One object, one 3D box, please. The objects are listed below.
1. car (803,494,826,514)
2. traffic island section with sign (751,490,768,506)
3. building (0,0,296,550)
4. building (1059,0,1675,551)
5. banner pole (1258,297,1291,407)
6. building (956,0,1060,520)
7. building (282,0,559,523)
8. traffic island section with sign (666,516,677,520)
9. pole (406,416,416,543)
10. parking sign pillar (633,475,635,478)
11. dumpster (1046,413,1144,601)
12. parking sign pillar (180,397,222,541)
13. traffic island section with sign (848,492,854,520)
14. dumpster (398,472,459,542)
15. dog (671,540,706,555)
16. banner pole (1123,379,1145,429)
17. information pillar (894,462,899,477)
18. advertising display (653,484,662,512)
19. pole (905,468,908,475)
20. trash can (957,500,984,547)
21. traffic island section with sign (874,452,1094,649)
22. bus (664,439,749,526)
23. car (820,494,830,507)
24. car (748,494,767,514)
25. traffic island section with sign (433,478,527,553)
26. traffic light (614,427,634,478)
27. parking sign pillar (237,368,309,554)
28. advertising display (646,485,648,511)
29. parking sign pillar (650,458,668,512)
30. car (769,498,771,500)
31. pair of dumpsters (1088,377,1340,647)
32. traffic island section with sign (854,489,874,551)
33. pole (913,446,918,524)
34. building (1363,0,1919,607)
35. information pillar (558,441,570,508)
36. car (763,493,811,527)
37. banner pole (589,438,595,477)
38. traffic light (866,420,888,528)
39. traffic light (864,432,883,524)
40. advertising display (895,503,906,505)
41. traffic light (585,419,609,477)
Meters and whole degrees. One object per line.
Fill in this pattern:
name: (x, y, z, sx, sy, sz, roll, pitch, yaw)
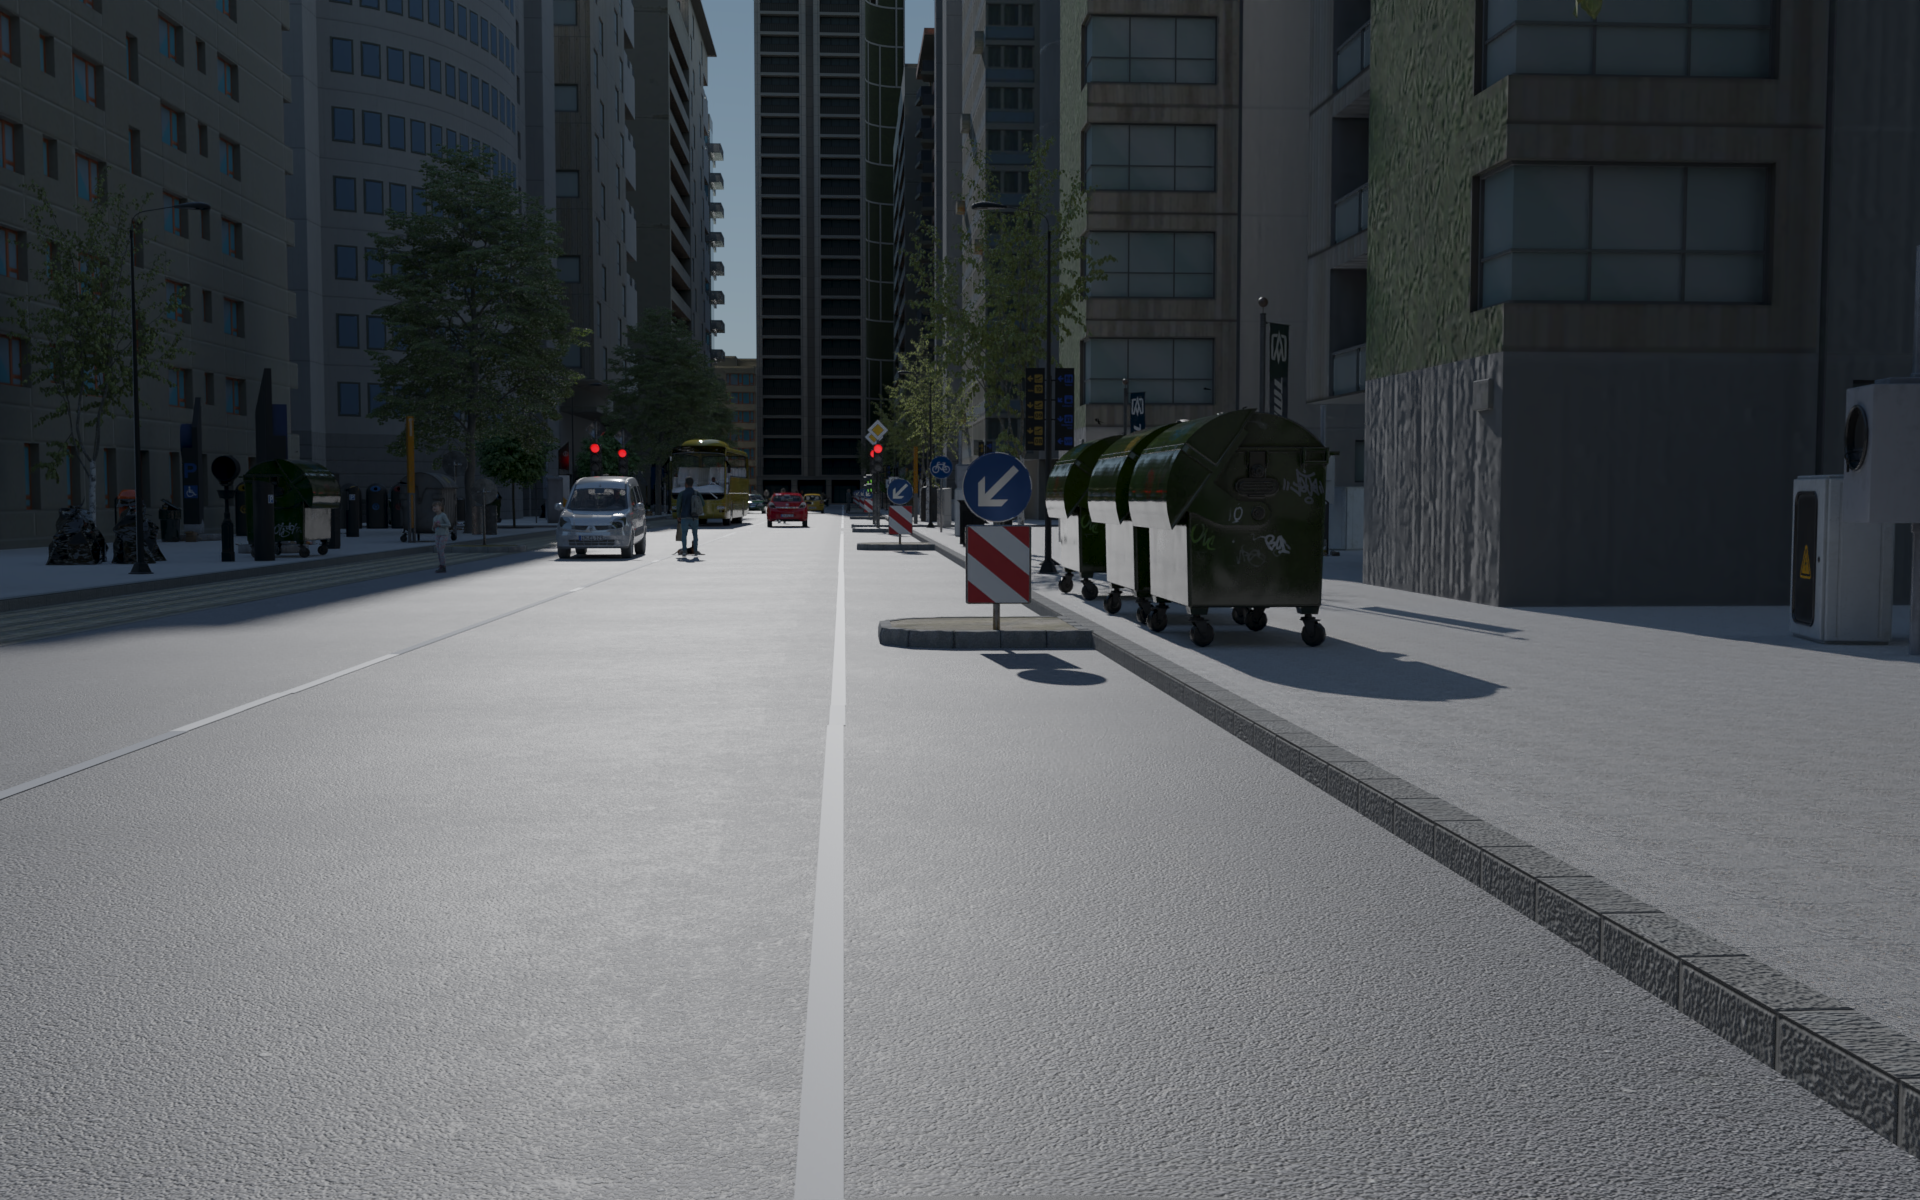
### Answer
car: (-10.888, -7.192, 127.808, 2.015, 1.641, 3.980, 0, 4, -5)
traffic island section with sign: (-20.641, -10.133, 174.303, 1.989, 1.847, 2.006, 0, 4, -4)
building: (-37.005, -12.318, 46.447, 28.899, 21.520, 27.650, 0, 4, -4)
building: (9.543, -22.261, 47.566, 14.154, 41.232, 14.086, 0, 4, -4)
banner pole: (4.010, -1.975, 22.303, 0.401, 3.779, 0.863, 3, 5, 42)
building: (12.319, -24.429, 91.295, 23.993, 40.220, 32.217, 0, 4, -4)
building: (-33.275, -33.302, 86.487, 21.231, 58.520, 28.212, 0, 4, -4)
traffic island section with sign: (-15.460, -5.425, 97.321, 1.989, 1.847, 2.006, 0, 4, -4)
pole: (-14.424, -3.159, 45.490, 0.158, 3.312, 0.155, 0, 3, 0)
parking sign pillar: (-27.930, -9.678, 146.701, 1.447, 3.967, 1.447, -2, 4, -24)
dumpster: (1.920, -1.167, 21.579, 1.502, 2.255, 1.985, 0, 4, -4)
parking sign pillar: (-21.095, -3.616, 47.599, 1.447, 3.967, 1.447, -1, 4, -19)
traffic island section with sign: (-5.255, -5.466, 97.996, 1.989, 1.847, 2.006, 0, 4, -4)
dumpster: (-14.347, -2.505, 46.722, 1.264, 1.857, 1.865, 0, 4, -4)
dog: (-6.384, -1.254, 40.695, 0.748, 0.427, 0.550, 3, 5, 42)
banner pole: (3.735, -2.908, 37.561, 0.401, 3.779, 0.863, -3, 4, -37)
information pillar: (-4.834, -8.436, 129.282, 0.183, 3.616, 0.504, 0, 4, 7)
advertising display: (-19.383, -6.470, 111.004, 0.123, 1.923, 0.974, 1, 4, 14)
pole: (-4.193, -8.731, 136.590, 0.158, 3.312, 0.155, 0, 3, 0)
trash can: (0.293, -1.860, 42.072, 0.748, 1.137, 0.748, 0, 3, 0)
traffic island section with sign: (0.195, -0.514, 17.025, 1.989, 1.847, 2.006, 0, 4, -4)
bus: (-11.699, -5.505, 81.549, 2.896, 3.916, 12.252, 0, 4, -2)
car: (-16.074, -11.680, 200.752, 2.009, 1.686, 4.222, 0, 4, -3)
car: (-15.194, -7.055, 127.153, 2.131, 1.459, 4.920, 0, 4, -5)
traffic island section with sign: (-11.796, -2.088, 42.769, 1.989, 1.847, 2.006, 0, 4, -4)
traffic light: (-14.089, -5.119, 72.619, 0.839, 4.253, 0.868, 0, 4, -4)
parking sign pillar: (-15.020, -3.015, 37.768, 1.447, 3.967, 1.447, -2, 4, -31)
advertising display: (-21.492, -6.948, 118.819, 0.123, 1.923, 0.974, -1, 4, -10)
parking sign pillar: (-21.657, -8.346, 124.925, 1.447, 3.967, 1.447, 1, 4, 13)
car: (-17.184, -9.475, 165.146, 2.015, 1.641, 3.980, 0, 4, -3)
pair of dumpsters: (2.302, -0.855, 16.475, 1.574, 2.255, 4.437, 0, 4, -4)
traffic island section with sign: (-1.679, -2.213, 44.807, 1.989, 1.847, 2.006, 0, 4, -4)
pole: (-1.902, -4.919, 74.276, 0.158, 3.312, 0.155, 0, 3, 0)
building: (12.649, -20.923, 25.680, 14.154, 41.232, 14.086, 0, 4, -4)
information pillar: (-17.564, -5.231, 76.875, 0.504, 3.616, 0.183, -2, 4, -26)
car: (-7.628, -4.123, 76.443, 2.155, 1.783, 4.494, 0, 4, -6)
banner pole: (-16.437, -5.350, 77.484, 0.401, 3.779, 0.863, -2, 4, -25)
traffic light: (-3.116, -4.676, 65.368, 0.839, 4.253, 0.868, 0, 4, -4)
traffic light: (-3.652, -5.163, 73.335, 0.839, 4.253, 0.868, 0, 4, -4)
advertising display: (-3.591, -6.149, 105.751, 0.974, 1.923, 0.123, 2, 4, 33)
traffic light: (-13.553, -4.632, 64.652, 0.839, 4.253, 0.868, 0, 4, -4)
